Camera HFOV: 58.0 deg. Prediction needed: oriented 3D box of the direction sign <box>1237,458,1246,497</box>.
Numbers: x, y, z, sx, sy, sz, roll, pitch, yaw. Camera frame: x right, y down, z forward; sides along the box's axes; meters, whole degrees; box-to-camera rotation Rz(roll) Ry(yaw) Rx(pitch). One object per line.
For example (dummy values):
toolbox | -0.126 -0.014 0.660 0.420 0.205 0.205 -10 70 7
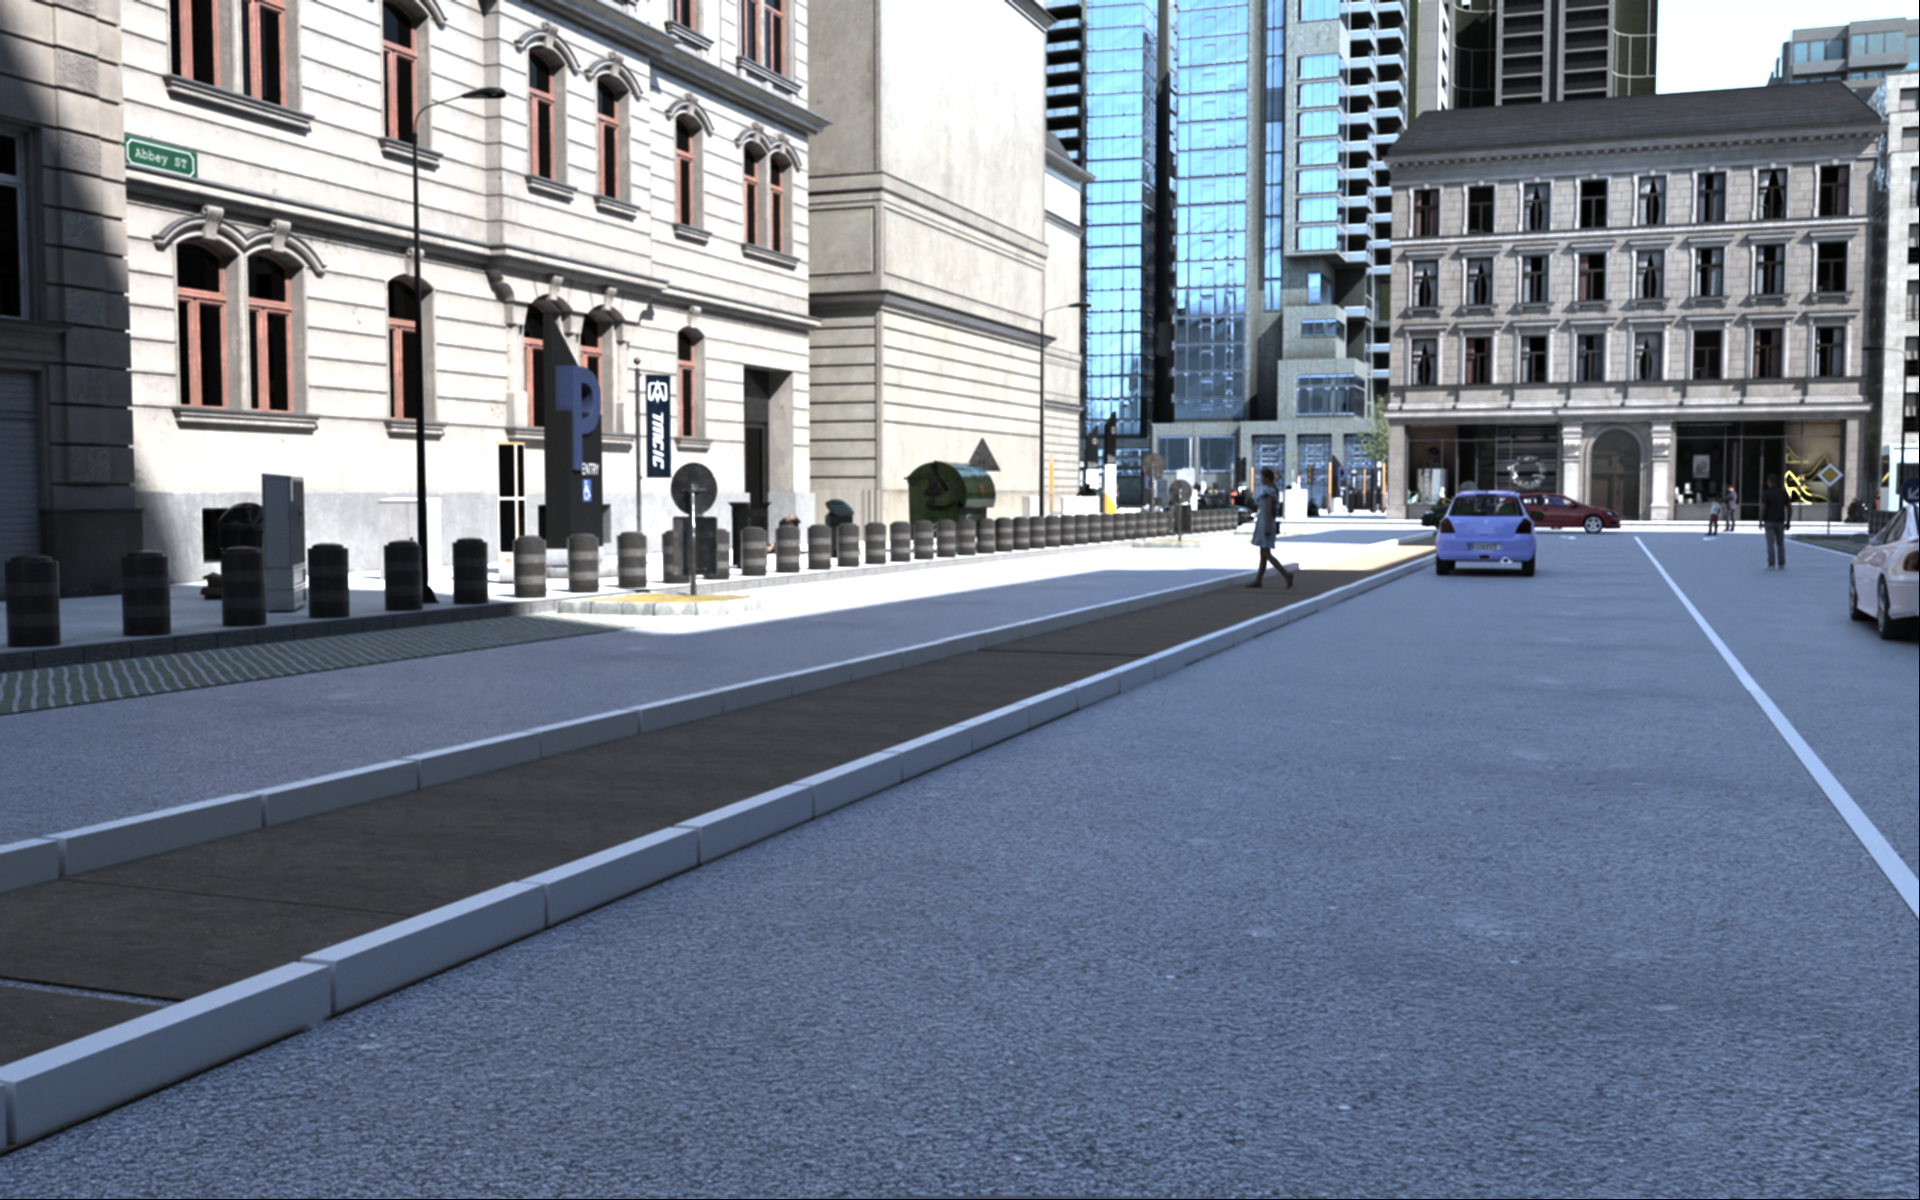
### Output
direction sign | 17.501 -7.079 107.733 0.379 3.537 0.876 -2 4 -28

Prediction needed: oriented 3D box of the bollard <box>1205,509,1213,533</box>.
bollard | 8.084 -2.625 57.635 0.404 0.777 0.398 0 3 0

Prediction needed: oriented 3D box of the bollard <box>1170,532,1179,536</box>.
bollard | 6.408 -2.348 53.113 0.404 0.777 0.398 0 3 0

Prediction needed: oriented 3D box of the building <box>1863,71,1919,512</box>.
building | 50.978 -13.724 79.132 16.860 20.320 10.420 1 4 20

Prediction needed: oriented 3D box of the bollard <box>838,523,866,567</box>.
bollard | -1.969 -0.966 30.512 0.404 0.777 0.398 0 3 0

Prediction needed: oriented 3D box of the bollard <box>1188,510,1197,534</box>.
bollard | 7.251 -2.487 55.376 0.404 0.777 0.398 0 3 0

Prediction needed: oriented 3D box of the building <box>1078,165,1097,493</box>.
building | -8.457 -16.591 104.555 30.059 22.955 16.112 1 4 20

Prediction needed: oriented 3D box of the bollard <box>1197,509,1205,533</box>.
bollard | 7.669 -2.556 56.503 0.404 0.777 0.398 0 3 0

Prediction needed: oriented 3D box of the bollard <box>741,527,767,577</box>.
bollard | -3.228 -0.758 27.117 0.404 0.777 0.398 0 3 0

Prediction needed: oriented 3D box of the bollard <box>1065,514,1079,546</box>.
bollard | 2.647 -1.727 42.947 0.404 0.777 0.398 0 3 0

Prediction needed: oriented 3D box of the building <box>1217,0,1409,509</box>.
building | 31.854 -52.109 164.650 22.319 86.520 31.000 1 4 20

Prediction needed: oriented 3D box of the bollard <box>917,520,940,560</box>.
bollard | -0.709 -1.174 33.916 0.404 0.777 0.398 0 3 0

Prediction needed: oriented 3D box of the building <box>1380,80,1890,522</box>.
building | 23.886 -14.551 88.810 40.483 20.767 10.553 1 4 20

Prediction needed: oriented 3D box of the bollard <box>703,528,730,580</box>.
bollard | -3.655 -0.689 25.977 0.404 0.777 0.398 0 3 0

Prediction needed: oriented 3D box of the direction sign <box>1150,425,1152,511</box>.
direction sign | 6.284 -3.974 56.974 0.379 3.537 0.876 1 4 9

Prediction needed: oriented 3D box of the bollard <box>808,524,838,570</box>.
bollard | -2.385 -0.897 29.384 0.404 0.777 0.398 0 3 0

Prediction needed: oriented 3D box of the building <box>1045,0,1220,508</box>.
building | 13.631 -54.989 211.748 31.000 86.520 22.319 1 4 20

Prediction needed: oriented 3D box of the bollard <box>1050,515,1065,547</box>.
bollard | 2.223 -1.658 41.822 0.404 0.777 0.398 0 3 0

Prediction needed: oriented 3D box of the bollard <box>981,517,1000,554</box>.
bollard | 0.552 -1.382 37.308 0.404 0.777 0.398 0 3 0

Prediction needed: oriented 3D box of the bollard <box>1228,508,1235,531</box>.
bollard | 9.346 -2.832 61.024 0.404 0.777 0.398 0 3 0

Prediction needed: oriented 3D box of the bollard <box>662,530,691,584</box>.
bollard | -4.070 -0.619 24.842 0.404 0.777 0.398 0 3 0

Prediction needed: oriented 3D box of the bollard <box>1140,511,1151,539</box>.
bollard | 5.156 -2.141 49.726 0.404 0.777 0.398 0 3 0

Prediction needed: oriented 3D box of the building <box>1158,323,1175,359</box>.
building | 26.244 -35.355 269.926 23.993 40.220 32.217 1 4 20

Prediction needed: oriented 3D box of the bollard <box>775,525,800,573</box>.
bollard | -2.810 -0.827 28.244 0.404 0.777 0.398 0 3 0

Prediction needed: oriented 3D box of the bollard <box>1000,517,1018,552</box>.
bollard | 0.971 -1.451 38.436 0.404 0.777 0.398 0 3 0

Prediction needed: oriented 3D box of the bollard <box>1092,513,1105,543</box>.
bollard | 3.481 -1.865 45.213 0.404 0.777 0.398 0 3 0

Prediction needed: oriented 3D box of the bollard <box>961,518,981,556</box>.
bollard | 0.133 -1.313 36.178 0.404 0.777 0.398 0 3 0

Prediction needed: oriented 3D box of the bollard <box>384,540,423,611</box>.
bollard | -6.167 -0.273 19.186 0.404 0.777 0.398 0 3 0

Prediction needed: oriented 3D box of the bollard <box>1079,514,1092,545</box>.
bollard | 3.059 -1.796 44.076 0.404 0.777 0.398 0 3 0

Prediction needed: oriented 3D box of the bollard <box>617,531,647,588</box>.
bollard | -4.490 -0.550 23.712 0.404 0.777 0.398 0 3 0

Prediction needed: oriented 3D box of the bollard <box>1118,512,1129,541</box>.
bollard | 4.323 -2.003 47.471 0.404 0.777 0.398 0 3 0

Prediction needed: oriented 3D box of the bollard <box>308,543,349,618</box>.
bollard | -6.585 -0.204 18.059 0.404 0.777 0.398 0 3 0

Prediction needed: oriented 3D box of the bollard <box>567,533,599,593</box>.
bollard | -4.912 -0.481 22.579 0.404 0.777 0.398 0 3 0

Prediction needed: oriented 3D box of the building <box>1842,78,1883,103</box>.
building | 88.159 -28.147 152.080 32.217 40.220 23.993 1 4 20

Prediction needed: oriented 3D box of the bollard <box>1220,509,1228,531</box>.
bollard | 8.923 -2.763 59.887 0.404 0.777 0.398 0 3 0

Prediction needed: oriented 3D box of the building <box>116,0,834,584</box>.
building | -13.427 -15.182 35.615 14.401 28.519 23.554 1 4 20

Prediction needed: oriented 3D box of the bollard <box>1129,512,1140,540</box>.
bollard | 4.736 -2.072 48.600 0.404 0.777 0.398 0 3 0

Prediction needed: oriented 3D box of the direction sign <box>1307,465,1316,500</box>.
direction sign | 27.184 -8.684 133.977 0.876 3.537 0.379 -3 4 -37

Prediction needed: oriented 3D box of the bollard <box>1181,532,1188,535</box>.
bollard | 6.832 -2.418 54.244 0.404 0.777 0.398 0 3 0

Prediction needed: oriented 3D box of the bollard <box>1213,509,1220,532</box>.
bollard | 8.507 -2.694 58.760 0.404 0.777 0.398 0 3 0

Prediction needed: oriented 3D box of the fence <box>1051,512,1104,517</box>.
fence | 3.931 -2.544 56.973 2.069 0.683 0.278 2 4 24

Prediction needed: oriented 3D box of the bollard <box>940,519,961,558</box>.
bollard | -0.282 -1.244 35.049 0.404 0.777 0.398 0 3 0

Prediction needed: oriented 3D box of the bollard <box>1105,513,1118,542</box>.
bollard | 3.902 -1.934 46.339 0.404 0.777 0.398 0 3 0

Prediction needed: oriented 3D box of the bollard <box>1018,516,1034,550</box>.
bollard | 1.390 -1.520 39.568 0.404 0.777 0.398 0 3 0

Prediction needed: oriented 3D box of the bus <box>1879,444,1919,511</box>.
bus | 41.039 -4.164 62.946 13.247 3.499 2.948 1 4 21

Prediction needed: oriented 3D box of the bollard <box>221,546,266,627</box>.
bollard | -7.004 -0.136 16.933 0.404 0.777 0.398 0 3 0

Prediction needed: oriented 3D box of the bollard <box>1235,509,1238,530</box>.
bollard | 9.765 -2.901 62.151 0.404 0.777 0.398 0 3 0

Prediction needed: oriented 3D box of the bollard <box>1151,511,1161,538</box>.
bollard | 5.574 -2.210 50.853 0.404 0.777 0.398 0 3 0

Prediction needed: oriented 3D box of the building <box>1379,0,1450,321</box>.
building | 42.167 -40.475 203.759 28.212 58.520 21.231 1 4 20

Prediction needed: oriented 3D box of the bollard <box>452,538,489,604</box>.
bollard | -5.745 -0.343 20.324 0.404 0.777 0.398 0 3 0

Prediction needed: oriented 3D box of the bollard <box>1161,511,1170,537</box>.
bollard | 5.995 -2.279 51.978 0.404 0.777 0.398 0 3 0

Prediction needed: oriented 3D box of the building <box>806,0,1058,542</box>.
building | -12.912 -13.714 57.510 30.059 22.955 16.112 1 4 20

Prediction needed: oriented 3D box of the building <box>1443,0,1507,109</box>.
building | 66.110 -49.547 248.346 20.611 71.187 20.563 1 4 20

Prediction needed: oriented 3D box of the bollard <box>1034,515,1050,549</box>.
bollard | 1.804 -1.589 40.696 0.404 0.777 0.398 0 3 0

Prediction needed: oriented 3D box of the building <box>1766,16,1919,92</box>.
building | 94.332 -34.183 178.505 23.786 49.044 30.456 1 4 20

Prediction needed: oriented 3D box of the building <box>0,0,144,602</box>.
building | -20.054 -13.146 12.206 12.463 27.353 25.104 1 4 20

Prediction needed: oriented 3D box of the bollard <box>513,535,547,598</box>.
bollard | -5.327 -0.412 21.451 0.404 0.777 0.398 0 3 0

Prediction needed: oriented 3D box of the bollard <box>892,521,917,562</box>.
bollard | -1.128 -1.105 32.779 0.404 0.777 0.398 0 3 0

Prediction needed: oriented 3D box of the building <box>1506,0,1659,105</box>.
building | 85.245 -49.078 240.681 20.611 71.187 20.563 1 4 20

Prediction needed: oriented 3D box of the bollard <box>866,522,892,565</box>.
bollard | -1.545 -1.036 31.651 0.404 0.777 0.398 0 3 0
